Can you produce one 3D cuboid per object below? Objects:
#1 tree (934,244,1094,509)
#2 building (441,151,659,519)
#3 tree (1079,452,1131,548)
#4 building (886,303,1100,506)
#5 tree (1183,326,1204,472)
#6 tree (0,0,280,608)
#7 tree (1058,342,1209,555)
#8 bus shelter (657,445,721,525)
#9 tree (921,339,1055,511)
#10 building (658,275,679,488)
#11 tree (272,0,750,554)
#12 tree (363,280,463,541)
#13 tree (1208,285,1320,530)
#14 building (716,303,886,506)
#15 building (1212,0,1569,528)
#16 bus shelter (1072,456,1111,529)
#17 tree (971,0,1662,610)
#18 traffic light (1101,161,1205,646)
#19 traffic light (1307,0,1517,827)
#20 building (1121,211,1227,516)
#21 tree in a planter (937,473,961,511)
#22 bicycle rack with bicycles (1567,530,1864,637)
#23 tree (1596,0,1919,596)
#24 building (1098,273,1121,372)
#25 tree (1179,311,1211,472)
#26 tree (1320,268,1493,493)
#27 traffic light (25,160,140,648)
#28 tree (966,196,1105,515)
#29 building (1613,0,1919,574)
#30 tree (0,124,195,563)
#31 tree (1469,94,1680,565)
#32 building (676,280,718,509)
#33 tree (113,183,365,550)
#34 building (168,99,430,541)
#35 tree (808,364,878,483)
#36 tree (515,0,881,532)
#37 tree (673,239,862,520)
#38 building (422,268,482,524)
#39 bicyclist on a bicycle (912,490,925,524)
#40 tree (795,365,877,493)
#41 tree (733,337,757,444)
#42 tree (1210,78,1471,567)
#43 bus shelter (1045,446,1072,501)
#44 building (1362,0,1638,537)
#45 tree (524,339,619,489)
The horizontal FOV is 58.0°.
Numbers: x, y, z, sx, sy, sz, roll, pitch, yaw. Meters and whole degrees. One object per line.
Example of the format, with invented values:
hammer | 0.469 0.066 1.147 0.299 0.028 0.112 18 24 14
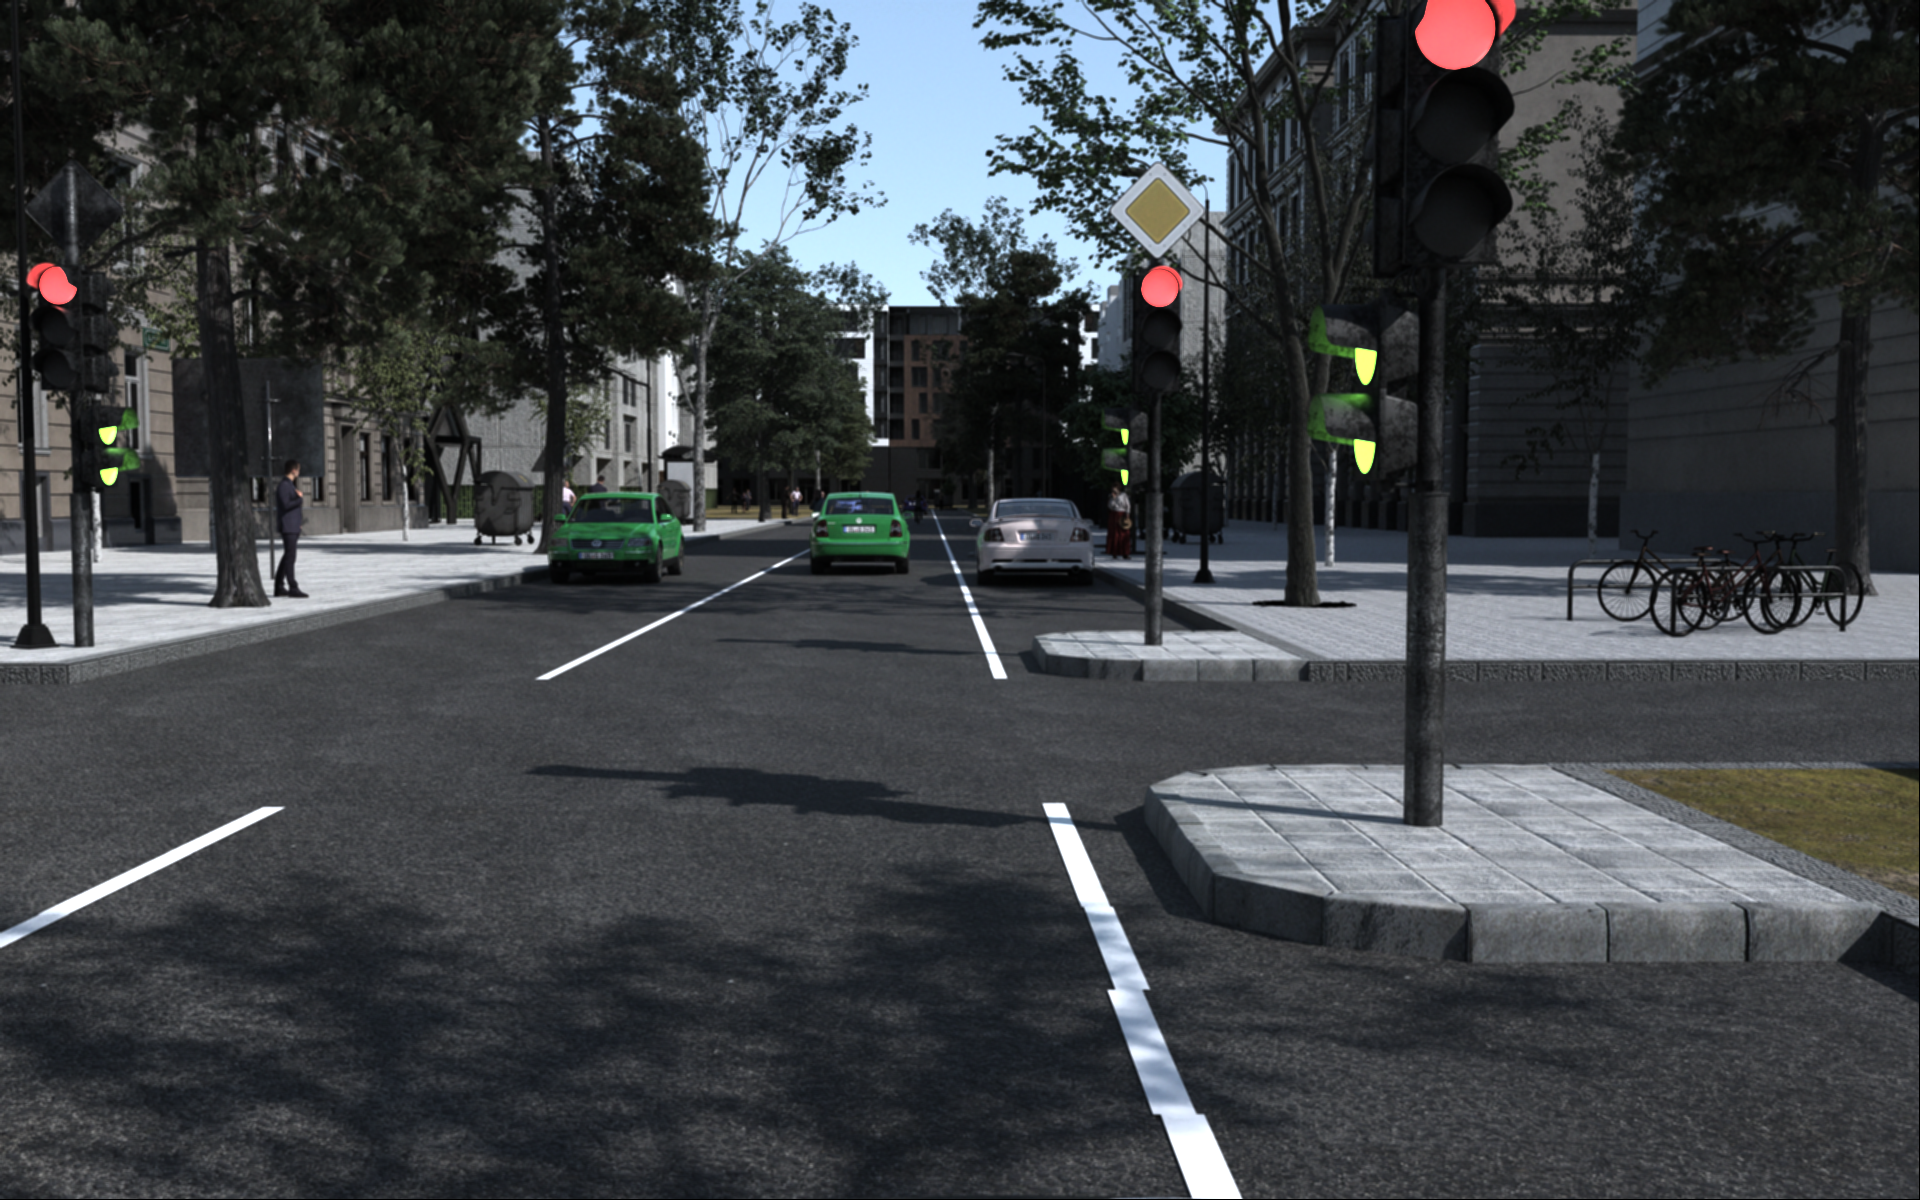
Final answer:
tree | 2.478 -9.360 75.087 6.751 12.117 7.091 0 3 0
building | -29.174 -14.601 105.178 16.747 18.905 31.486 0 4 -1
tree | 3.615 -2.897 41.960 1.663 3.219 1.824 0 3 0
building | 8.425 -21.725 199.177 32.646 21.610 27.936 0 4 -1
tree | 10.975 -7.483 72.716 4.737 8.622 4.395 0 3 0
tree | -8.503 -6.858 19.552 7.806 13.903 7.818 0 3 0
tree | 3.737 -3.273 37.235 4.285 4.588 4.351 0 3 0
bus shelter | -11.632 -4.946 74.791 2.014 3.302 5.546 0 4 -1
tree | 2.148 -13.493 130.986 12.009 13.543 11.850 0 3 0
building | -28.805 -16.530 126.686 16.016 20.091 11.380 0 4 -1
tree | -8.568 -7.888 36.389 7.806 13.903 7.818 0 3 0
tree | -15.344 -5.919 47.140 4.737 8.622 4.395 0 3 0
tree | 11.109 -6.781 61.224 4.737 8.622 4.395 0 3 0
building | -24.227 -21.699 198.759 32.646 21.610 27.936 0 4 -1
building | 18.732 -15.375 80.263 11.050 23.489 19.941 0 4 -1
bus shelter | 5.510 -4.576 66.106 1.731 3.624 6.357 0 4 -1
tree | 3.986 -5.742 19.631 9.928 11.665 9.643 0 3 0
traffic light | 1.626 -1.552 14.612 0.839 4.213 0.868 0 4 -1
traffic light | 1.783 -1.063 6.629 0.839 4.213 0.868 0 4 -1
building | 20.980 -15.333 117.154 16.747 18.905 31.486 0 4 -1
tree in a planter | -0.889 -8.940 143.396 1.991 3.239 1.994 0 4 -1
bicycle rack with bicycles | 7.399 -0.206 16.753 2.925 0.926 2.852 -1 4 -10
tree | 11.367 -6.102 21.824 6.751 12.117 7.091 0 3 0
building | 20.092 -17.947 149.857 16.016 20.091 11.380 0 4 -1
tree | 10.160 -7.150 67.268 4.360 8.622 3.978 0 3 0
tree | 11.680 -5.756 44.477 4.737 8.622 4.395 0 3 0
traffic light | -7.334 -1.540 14.420 0.839 4.213 0.868 0 4 -1
tree | 2.945 -15.420 108.013 12.611 20.169 13.585 0 3 0
building | 26.492 -15.015 32.882 23.554 28.519 14.401 0 4 -1
tree | -16.364 -4.999 32.089 4.360 8.622 3.978 0 3 0
tree | 11.450 -4.961 31.475 4.360 8.622 3.978 0 3 0
building | -37.315 -17.100 146.037 31.486 18.905 16.747 0 4 -1
tree | -16.841 -5.446 39.402 4.737 8.622 4.395 0 3 0
building | -24.557 -11.681 55.605 10.561 19.102 19.286 0 4 -1
tree | -11.400 -15.447 159.977 7.806 13.903 7.818 0 3 0
tree | -8.698 -12.468 59.736 12.611 20.169 13.585 0 3 0
tree | -9.671 -10.995 86.417 9.857 13.997 8.962 0 3 0
building | -29.609 -12.636 74.046 16.820 18.784 16.811 0 4 -1
bicyclist on a bicycle | -1.987 -4.433 82.501 1.499 1.676 1.625 0 4 1
tree | -10.739 -14.061 148.026 7.486 12.596 7.792 0 3 0
tree | -10.715 -11.149 108.049 9.928 11.665 9.643 0 3 0
tree | 6.557 -4.911 30.659 4.360 8.622 3.978 0 3 0
bus shelter | 5.159 -5.659 83.802 1.731 3.624 6.357 0 4 -1
building | 19.825 -14.123 59.785 11.050 23.489 19.941 0 4 -1
tree | -17.276 -7.698 76.230 4.737 8.622 4.395 0 3 0
